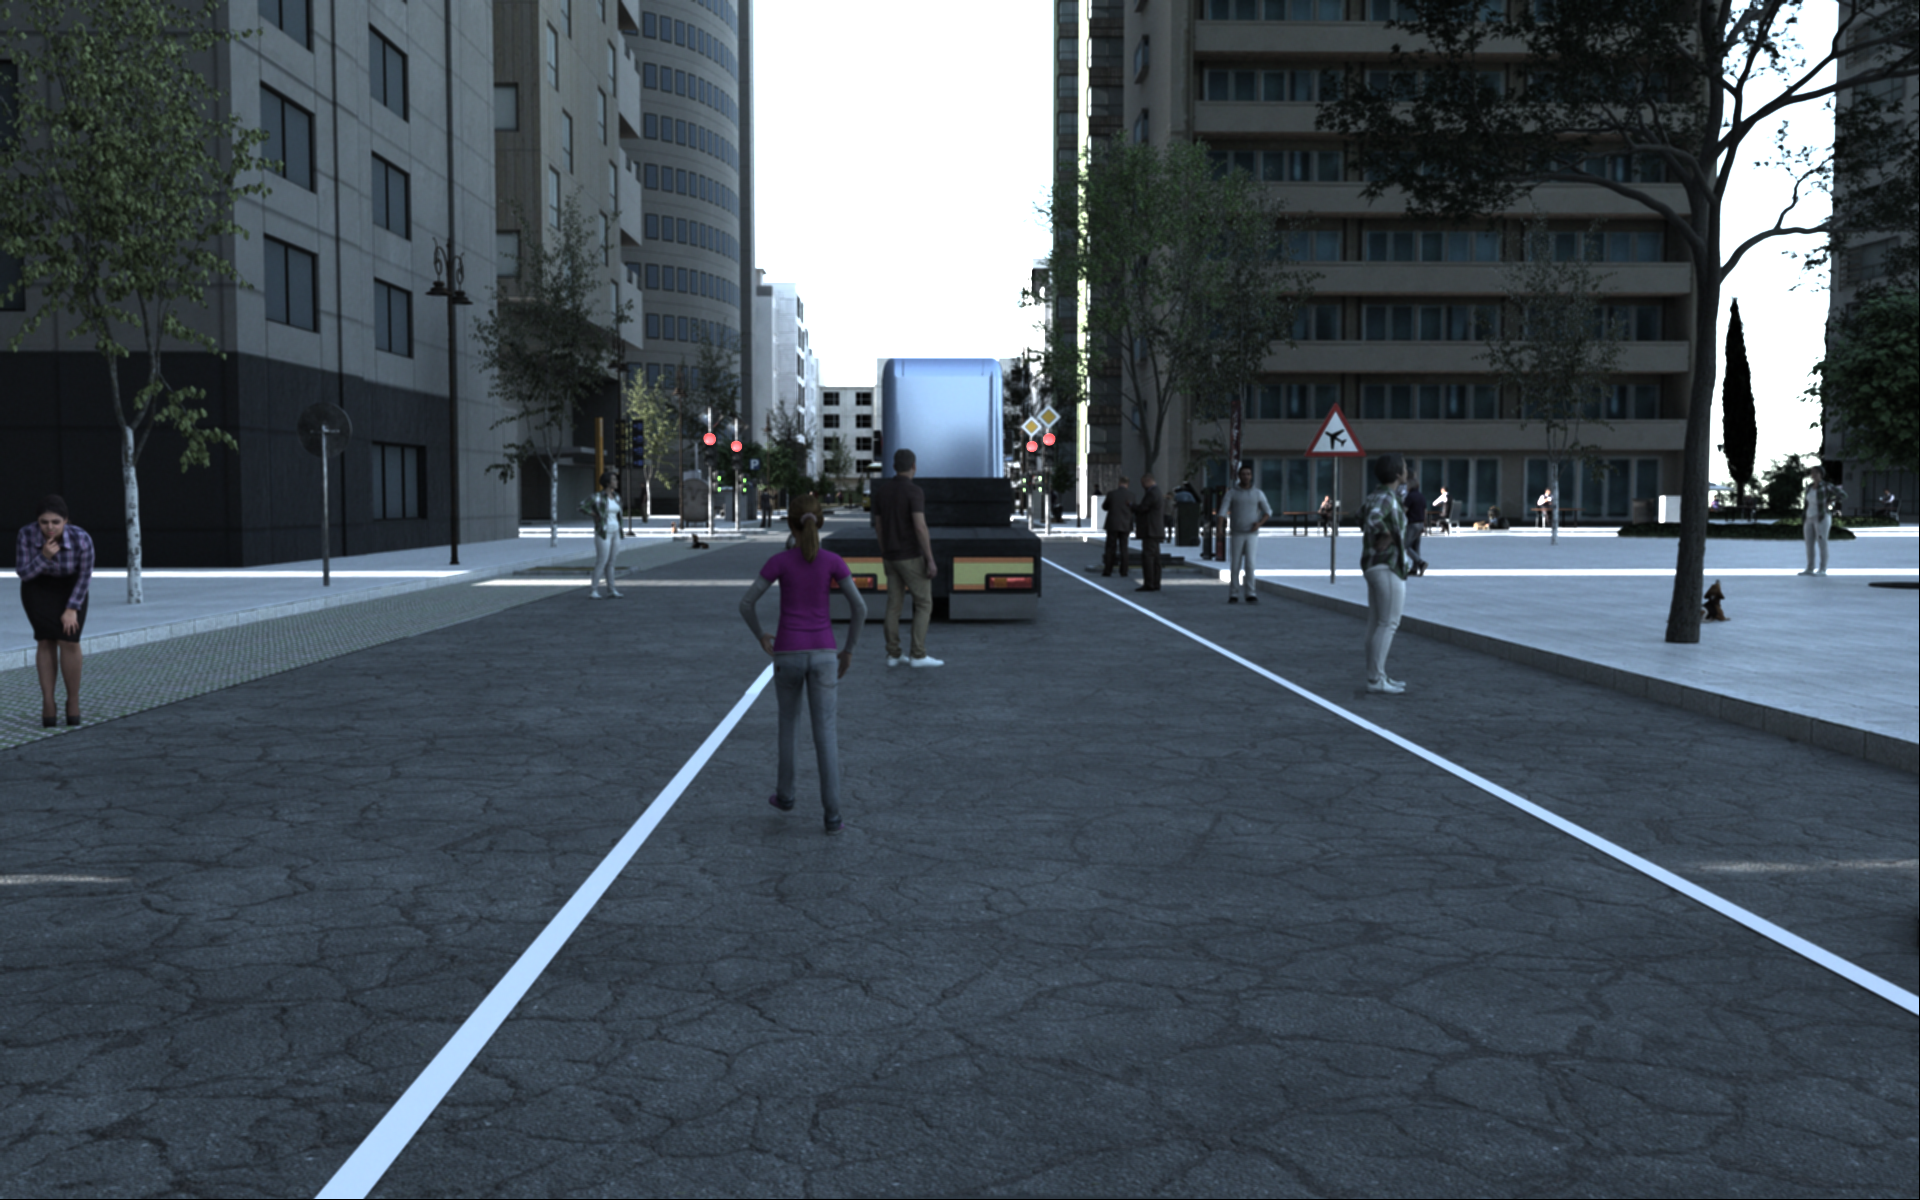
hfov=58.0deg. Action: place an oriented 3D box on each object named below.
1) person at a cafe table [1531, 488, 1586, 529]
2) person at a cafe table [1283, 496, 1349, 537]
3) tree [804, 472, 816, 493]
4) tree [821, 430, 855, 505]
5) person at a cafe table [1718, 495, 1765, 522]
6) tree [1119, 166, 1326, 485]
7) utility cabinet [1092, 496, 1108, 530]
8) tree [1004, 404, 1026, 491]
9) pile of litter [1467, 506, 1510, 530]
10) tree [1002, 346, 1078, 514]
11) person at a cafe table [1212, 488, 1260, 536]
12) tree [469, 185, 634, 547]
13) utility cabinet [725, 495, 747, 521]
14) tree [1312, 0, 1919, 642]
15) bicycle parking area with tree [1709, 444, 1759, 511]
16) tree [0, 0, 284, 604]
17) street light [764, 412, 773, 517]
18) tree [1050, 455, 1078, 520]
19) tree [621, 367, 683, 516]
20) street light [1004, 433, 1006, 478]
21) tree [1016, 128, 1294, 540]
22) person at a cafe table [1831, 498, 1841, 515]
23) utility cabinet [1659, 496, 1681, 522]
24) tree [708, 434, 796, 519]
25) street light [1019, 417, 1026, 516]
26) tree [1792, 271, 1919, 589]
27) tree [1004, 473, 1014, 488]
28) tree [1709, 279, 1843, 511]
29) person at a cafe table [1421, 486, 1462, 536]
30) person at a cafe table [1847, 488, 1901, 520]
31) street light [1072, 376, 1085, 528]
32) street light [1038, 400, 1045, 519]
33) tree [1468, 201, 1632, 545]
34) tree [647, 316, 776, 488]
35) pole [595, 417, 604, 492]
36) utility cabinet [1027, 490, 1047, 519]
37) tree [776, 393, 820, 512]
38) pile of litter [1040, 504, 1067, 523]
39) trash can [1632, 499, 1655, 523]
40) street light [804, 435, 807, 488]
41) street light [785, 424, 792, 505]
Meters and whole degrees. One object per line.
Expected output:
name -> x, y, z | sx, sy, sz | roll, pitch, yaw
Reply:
person at a cafe table -> 22.345, -3.472, 65.276 | 1.698, 1.524, 1.622 | -1, 4, -18
person at a cafe table -> 11.103, -2.590, 53.205 | 1.698, 1.238, 1.726 | 3, 4, 39
tree -> -13.197, -9.543, 150.626 | 1.663, 3.219, 1.824 | 0, 3, 0
tree -> -13.899, -15.210, 199.047 | 4.737, 8.622, 4.395 | 0, 3, 0
person at a cafe table -> 36.262, -4.230, 80.019 | 1.726, 1.238, 1.698 | -3, 5, -43
tree -> 6.027, -5.410, 38.820 | 4.360, 8.622, 3.978 | 0, 3, 0
utility cabinet -> 5.212, -3.106, 61.941 | 1.020, 1.237, 0.306 | -2, 4, -30
tree -> 3.174, -10.671, 124.833 | 4.360, 8.622, 3.978 | 0, 3, 0
pile of litter -> 19.015, -2.956, 62.290 | 1.719, 0.858, 1.176 | 0, 4, -7
tree -> 3.867, -10.712, 109.553 | 8.767, 10.594, 7.601 | 0, 4, 0
person at a cafe table -> 8.483, -2.762, 53.669 | 1.622, 1.524, 1.698 | 1, 4, 14
tree -> -9.859, -5.590, 41.759 | 4.360, 8.622, 3.978 | 0, 3, 0
utility cabinet -> -10.599, -4.329, 81.948 | 1.020, 1.237, 0.306 | 1, 4, 10
tree -> 6.598, -4.905, 14.613 | 7.601, 10.594, 8.767 | 1, 4, 9
bicycle parking area with tree -> 40.716, -6.836, 98.763 | 8.231, 4.147, 9.016 | 1, 4, 13
tree -> -9.717, -4.250, 19.845 | 4.737, 8.622, 4.395 | 0, 3, 0
street light -> -10.808, -7.644, 97.771 | 0.468, 5.910, 1.993 | 0, 4, -1
tree -> 5.096, -5.572, 85.709 | 1.663, 3.219, 1.824 | 0, 3, 0
tree -> -17.937, -9.138, 99.769 | 4.737, 8.622, 4.395 | 0, 3, 0
street light -> 3.143, -8.935, 118.874 | 0.468, 5.910, 1.993 | 0, 4, -1
tree -> 5.397, -7.504, 48.449 | 9.928, 11.665, 9.643 | 0, 3, 0
person at a cafe table -> 44.638, -4.649, 86.866 | 1.726, 1.238, 1.698 | 3, 5, 43
utility cabinet -> 25.541, -3.108, 61.980 | 1.020, 1.237, 0.306 | -1, 4, -17
tree -> -11.660, -6.530, 90.473 | 4.285, 4.588, 4.351 | 0, 3, 0
street light -> 3.680, -7.875, 101.538 | 0.468, 5.910, 1.993 | 0, 4, -1
tree -> 13.332, -2.456, 23.869 | 4.285, 4.588, 4.351 | 0, 3, 0
tree -> 3.304, -8.375, 131.540 | 1.663, 3.219, 1.824 | 0, 3, 0
tree -> 55.773, -12.880, 112.409 | 13.155, 14.587, 18.604 | -2, 4, -35
person at a cafe table -> 14.703, -2.747, 53.429 | 1.698, 1.524, 1.622 | -2, 4, -35
person at a cafe table -> 37.700, -3.823, 71.026 | 1.622, 1.524, 1.698 | -1, 4, -11
street light -> 4.553, -5.714, 66.214 | 0.468, 5.910, 1.993 | 0, 4, -1
street light -> 4.017, -6.795, 83.888 | 0.468, 5.910, 1.993 | 0, 4, -1
tree -> 14.872, -5.678, 43.204 | 4.360, 8.622, 3.978 | 0, 3, 0
tree -> -10.573, -7.416, 71.621 | 4.360, 8.622, 3.978 | 0, 3, 0
pole -> -9.594, -3.197, 46.112 | 0.158, 3.312, 0.155 | 0, 3, 0
utility cabinet -> 3.907, -4.868, 88.266 | 1.173, 1.500, 0.318 | -3, 5, -43
tree -> -12.461, -10.818, 127.229 | 4.360, 8.622, 3.978 | 0, 3, 0
pile of litter -> 4.114, -3.829, 76.564 | 1.176, 0.858, 1.719 | 0, 4, -3
trash can -> 21.795, -2.666, 55.238 | 0.748, 1.137, 0.748 | 0, 3, 0
street light -> -11.766, -9.776, 132.619 | 0.468, 5.910, 1.993 | 0, 4, -1
street light -> -11.326, -8.705, 115.108 | 0.468, 5.910, 1.993 | 0, 4, -1
